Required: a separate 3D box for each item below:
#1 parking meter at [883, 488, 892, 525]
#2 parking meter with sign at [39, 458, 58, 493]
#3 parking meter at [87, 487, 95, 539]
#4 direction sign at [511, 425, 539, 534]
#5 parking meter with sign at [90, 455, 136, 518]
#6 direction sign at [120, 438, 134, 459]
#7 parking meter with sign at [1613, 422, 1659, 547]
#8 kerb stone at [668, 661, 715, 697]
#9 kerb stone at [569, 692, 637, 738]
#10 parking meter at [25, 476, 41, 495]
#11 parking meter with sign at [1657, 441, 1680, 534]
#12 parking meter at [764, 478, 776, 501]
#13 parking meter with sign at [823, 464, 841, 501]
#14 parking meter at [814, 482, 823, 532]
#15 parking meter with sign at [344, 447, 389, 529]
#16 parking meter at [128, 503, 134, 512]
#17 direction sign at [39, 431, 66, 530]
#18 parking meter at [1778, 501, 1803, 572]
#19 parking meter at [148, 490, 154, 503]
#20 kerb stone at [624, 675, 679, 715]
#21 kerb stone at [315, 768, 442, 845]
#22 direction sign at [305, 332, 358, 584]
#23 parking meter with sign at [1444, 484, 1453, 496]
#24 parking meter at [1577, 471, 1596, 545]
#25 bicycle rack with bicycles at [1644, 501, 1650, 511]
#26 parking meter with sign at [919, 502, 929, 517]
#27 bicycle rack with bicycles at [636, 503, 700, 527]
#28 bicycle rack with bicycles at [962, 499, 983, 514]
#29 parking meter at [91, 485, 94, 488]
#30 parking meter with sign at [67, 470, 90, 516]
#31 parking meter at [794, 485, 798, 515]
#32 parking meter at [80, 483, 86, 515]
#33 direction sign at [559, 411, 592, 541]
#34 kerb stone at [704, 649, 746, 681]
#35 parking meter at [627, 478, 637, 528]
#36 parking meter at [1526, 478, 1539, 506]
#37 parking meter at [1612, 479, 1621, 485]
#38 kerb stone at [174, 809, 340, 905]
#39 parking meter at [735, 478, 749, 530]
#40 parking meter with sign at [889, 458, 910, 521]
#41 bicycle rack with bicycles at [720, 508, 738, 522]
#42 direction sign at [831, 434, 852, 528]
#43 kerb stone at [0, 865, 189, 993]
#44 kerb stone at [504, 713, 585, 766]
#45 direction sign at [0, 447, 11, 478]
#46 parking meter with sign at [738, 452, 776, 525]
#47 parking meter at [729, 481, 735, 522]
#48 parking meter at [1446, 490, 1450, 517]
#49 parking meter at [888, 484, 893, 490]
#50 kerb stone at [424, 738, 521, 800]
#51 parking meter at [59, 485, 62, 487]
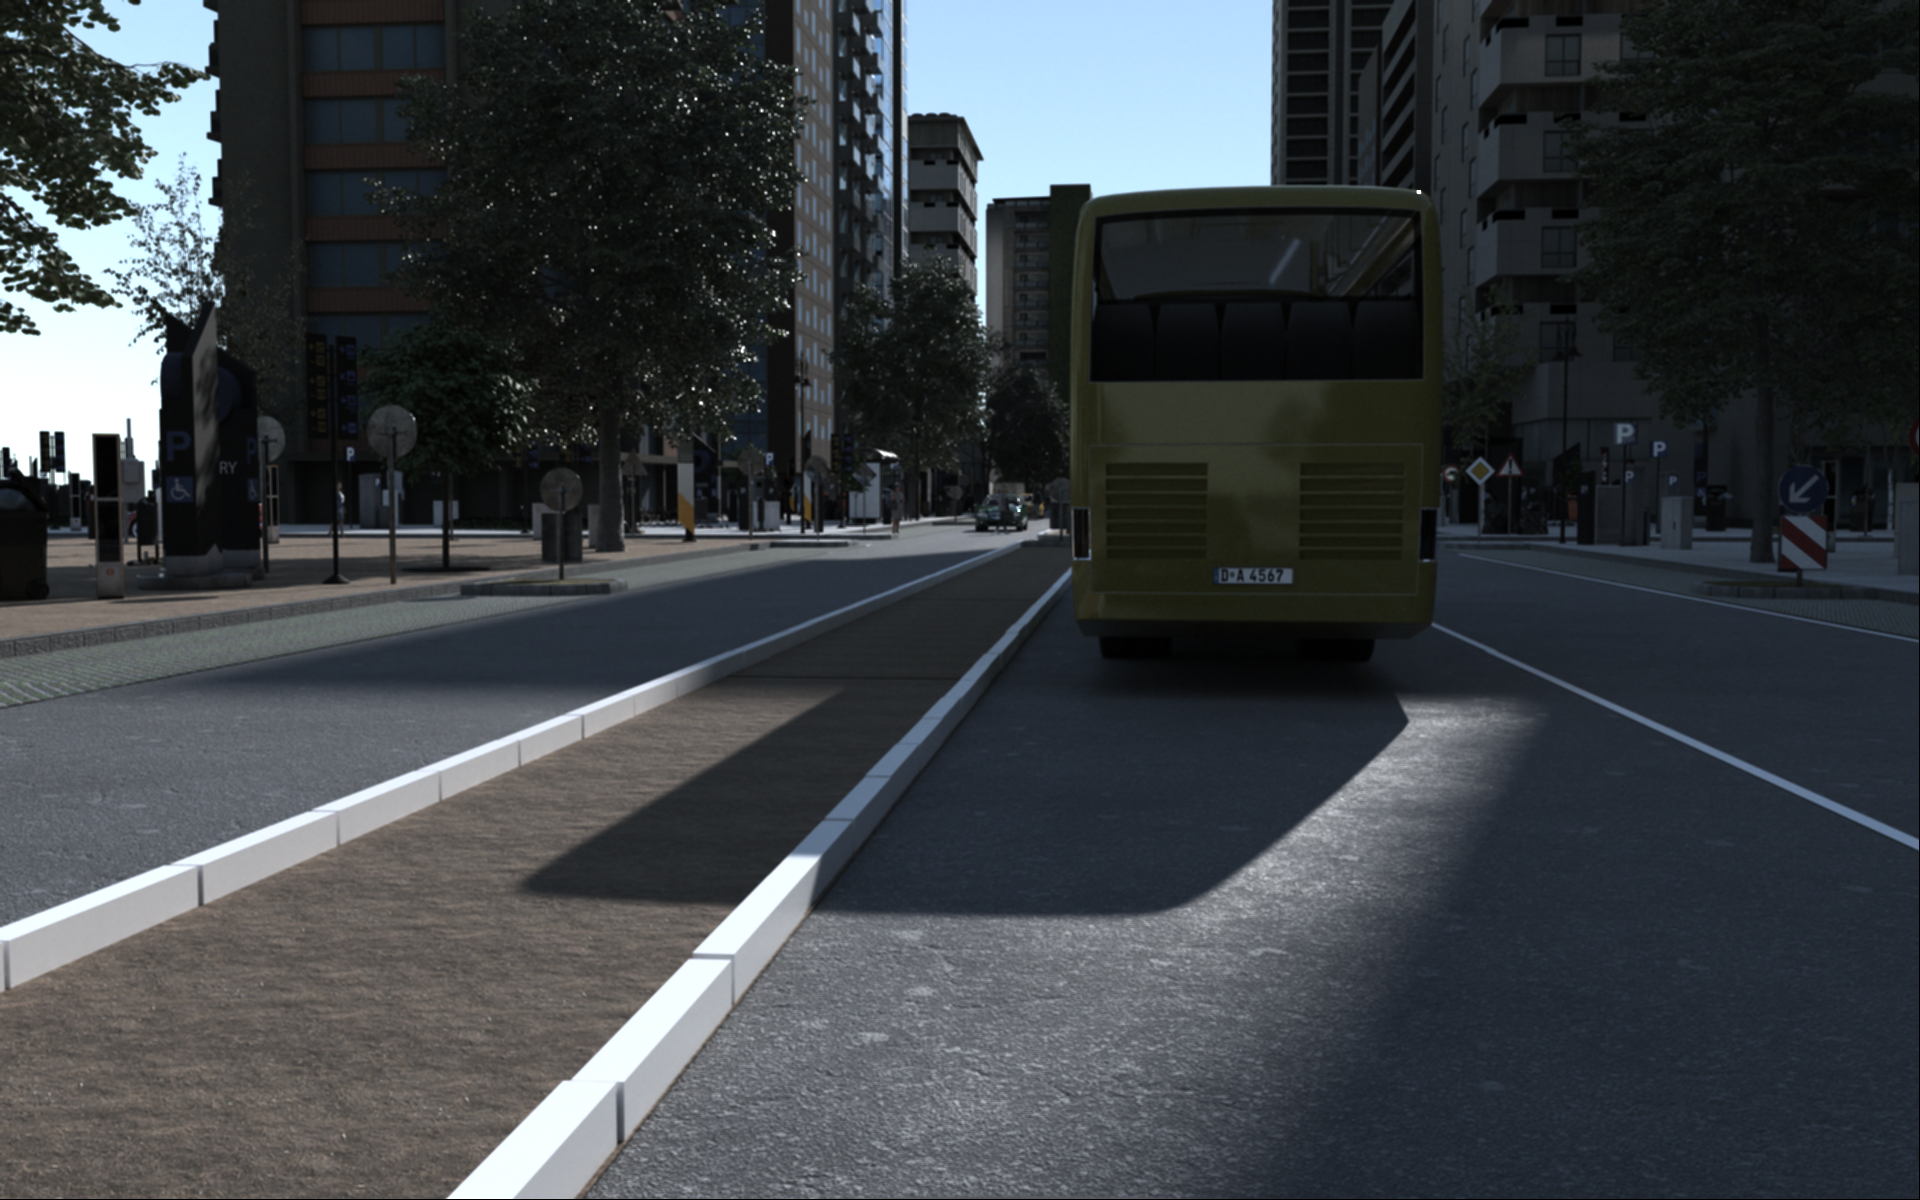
[{"bbox_3d":[-3.058,-3.936,72.766,0.372,1.533,0.369,0,3,0],"label":"parking meter"},{"bbox_3d":[-43.454,-5.233,81.822,0.543,3.016,1.738,0,4,5],"label":"parking meter with sign"},{"bbox_3d":[-24.638,-2.502,49.315,0.372,1.533,0.369,0,3,0],"label":"parking meter"},{"bbox_3d":[-14.146,-3.935,56.338,0.876,3.537,0.379,0,4,-2],"label":"direction sign"},{"bbox_3d":[-37.804,-4.965,77.441,1.738,3.016,0.543,0,4,6],"label":"parking meter with sign"},{"bbox_3d":[-33.619,-4.749,69.646,0.876,3.537,0.379,0,4,7],"label":"direction sign"},{"bbox_3d":[16.668,-2.850,42.853,0.543,3.016,1.738,3,4,36],"label":"parking meter with sign"},{"bbox_3d":[-1.982,0.587,12.611,0.120,0.150,1.000,0,4,6],"label":"kerb stone"},{"bbox_3d":[-2.195,0.711,10.577,0.120,0.150,1.000,0,4,6],"label":"kerb stone"},{"bbox_3d":[-13.475,-1.017,25.038,0.372,1.533,0.369,0,3,0],"label":"parking meter"},{"bbox_3d":[22.823,-3.643,55.823,0.543,3.016,1.738,0,4,0],"label":"parking meter with sign"},{"bbox_3d":[-7.116,-3.615,64.816,0.399,1.863,0.255,-3,5,-40],"label":"parking meter"},{"bbox_3d":[-7.656,-6.423,101.278,0.543,3.016,1.738,-3,4,-38],"label":"parking meter with sign"},{"bbox_3d":[-4.744,-3.203,58.075,0.255,1.863,0.399,-1,4,-17],"label":"parking meter"},{"bbox_3d":[-21.663,-4.116,63.565,1.738,3.016,0.543,1,4,16],"label":"parking meter with sign"},{"bbox_3d":[-58.519,-6.960,122.203,0.372,1.533,0.369,0,3,0],"label":"parking meter"},{"bbox_3d":[-32.714,-4.312,62.499,0.379,3.537,0.876,2,4,35],"label":"direction sign"},{"bbox_3d":[13.669,-1.227,28.474,0.372,1.533,0.369,0,3,0],"label":"parking meter"},{"bbox_3d":[-52.295,-6.335,111.983,0.372,1.533,0.369,0,3,0],"label":"parking meter"},{"bbox_3d":[-2.090,0.648,11.593,0.120,0.150,1.000,0,4,6],"label":"kerb stone"},{"bbox_3d":[-2.522,0.897,7.523,0.120,0.150,1.000,0,4,6],"label":"kerb stone"},{"bbox_3d":[-8.933,-2.001,24.708,0.379,3.537,0.876,2,4,29],"label":"direction sign"},{"bbox_3d":[28.837,-6.616,104.434,1.738,3.016,0.543,2,4,31],"label":"parking meter with sign"},{"bbox_3d":[15.841,-2.331,43.830,0.255,1.863,0.399,-3,5,-41],"label":"parking meter"},{"bbox_3d":[35.920,-4.613,88.811,2.852,0.926,2.925,1,4,11],"label":"bicycle rack with bicycles"},{"bbox_3d":[-2.599,-6.205,97.718,1.738,3.016,0.543,0,4,6],"label":"parking meter with sign"},{"bbox_3d":[-11.770,-3.381,68.655,2.925,0.926,2.852,-1,4,-19],"label":"bicycle rack with bicycles"},{"bbox_3d":[0.392,-6.400,118.018,2.852,0.926,2.925,-2,4,-35],"label":"bicycle rack with bicycles"},{"bbox_3d":[-55.942,-6.485,111.739,0.399,1.863,0.255,3,5,41],"label":"parking meter"},{"bbox_3d":[-47.850,-6.011,94.546,1.738,3.016,0.543,0,4,-4],"label":"parking meter with sign"},{"bbox_3d":[-10.261,-6.253,107.948,0.255,1.863,0.399,-1,4,-9],"label":"parking meter"},{"bbox_3d":[-45.553,-5.140,89.752,0.255,1.863,0.399,1,4,18],"label":"parking meter"},{"bbox_3d":[-10.470,-3.378,47.235,0.876,3.537,0.379,0,4,-1],"label":"direction sign"},{"bbox_3d":[-1.879,0.524,13.632,0.120,0.150,1.000,0,4,6],"label":"kerb stone"},{"bbox_3d":[-11.632,-3.405,61.380,0.255,1.863,0.399,-2,4,-24],"label":"parking meter"},{"bbox_3d":[20.650,-3.473,62.491,0.399,1.863,0.255,1,4,12],"label":"parking meter"},{"bbox_3d":[26.305,-3.896,69.403,0.255,1.863,0.399,-1,4,-10],"label":"parking meter"},{"bbox_3d":[-2.627,0.960,6.498,0.120,0.150,1.000,0,4,6],"label":"kerb stone"},{"bbox_3d":[-7.636,-3.397,61.258,0.399,1.863,0.255,1,4,11],"label":"parking meter"},{"bbox_3d":[-2.942,-5.374,84.134,0.543,3.016,1.738,1,4,14],"label":"parking meter with sign"},{"bbox_3d":[-9.937,-4.147,81.190,2.925,0.926,2.852,-1,4,-16],"label":"bicycle rack with bicycles"},{"bbox_3d":[-4.455,-4.470,65.088,0.876,3.537,0.379,-2,4,-32],"label":"direction sign"},{"bbox_3d":[-2.740,1.022,5.483,0.120,0.150,1.000,0,4,6],"label":"kerb stone"},{"bbox_3d":[-2.306,0.776,9.561,0.120,0.150,1.000,0,4,6],"label":"kerb stone"},{"bbox_3d":[-46.132,-5.588,83.356,0.379,3.537,0.876,2,4,34],"label":"direction sign"},{"bbox_3d":[-8.459,-4.627,71.915,0.543,3.016,1.738,3,5,39],"label":"parking meter with sign"},{"bbox_3d":[-10.356,-4.490,79.119,0.255,1.863,0.399,-2,4,-34],"label":"parking meter"},{"bbox_3d":[27.127,-5.352,95.912,0.372,1.533,0.369,0,3,0],"label":"parking meter"},{"bbox_3d":[-4.169,-6.069,104.935,0.399,1.863,0.255,3,5,45],"label":"parking meter"},{"bbox_3d":[-2.415,0.837,8.545,0.120,0.150,1.000,0,4,6],"label":"kerb stone"},{"bbox_3d":[-55.662,-6.222,107.438,0.399,1.863,0.255,-2,4,-33],"label":"parking meter"}]
